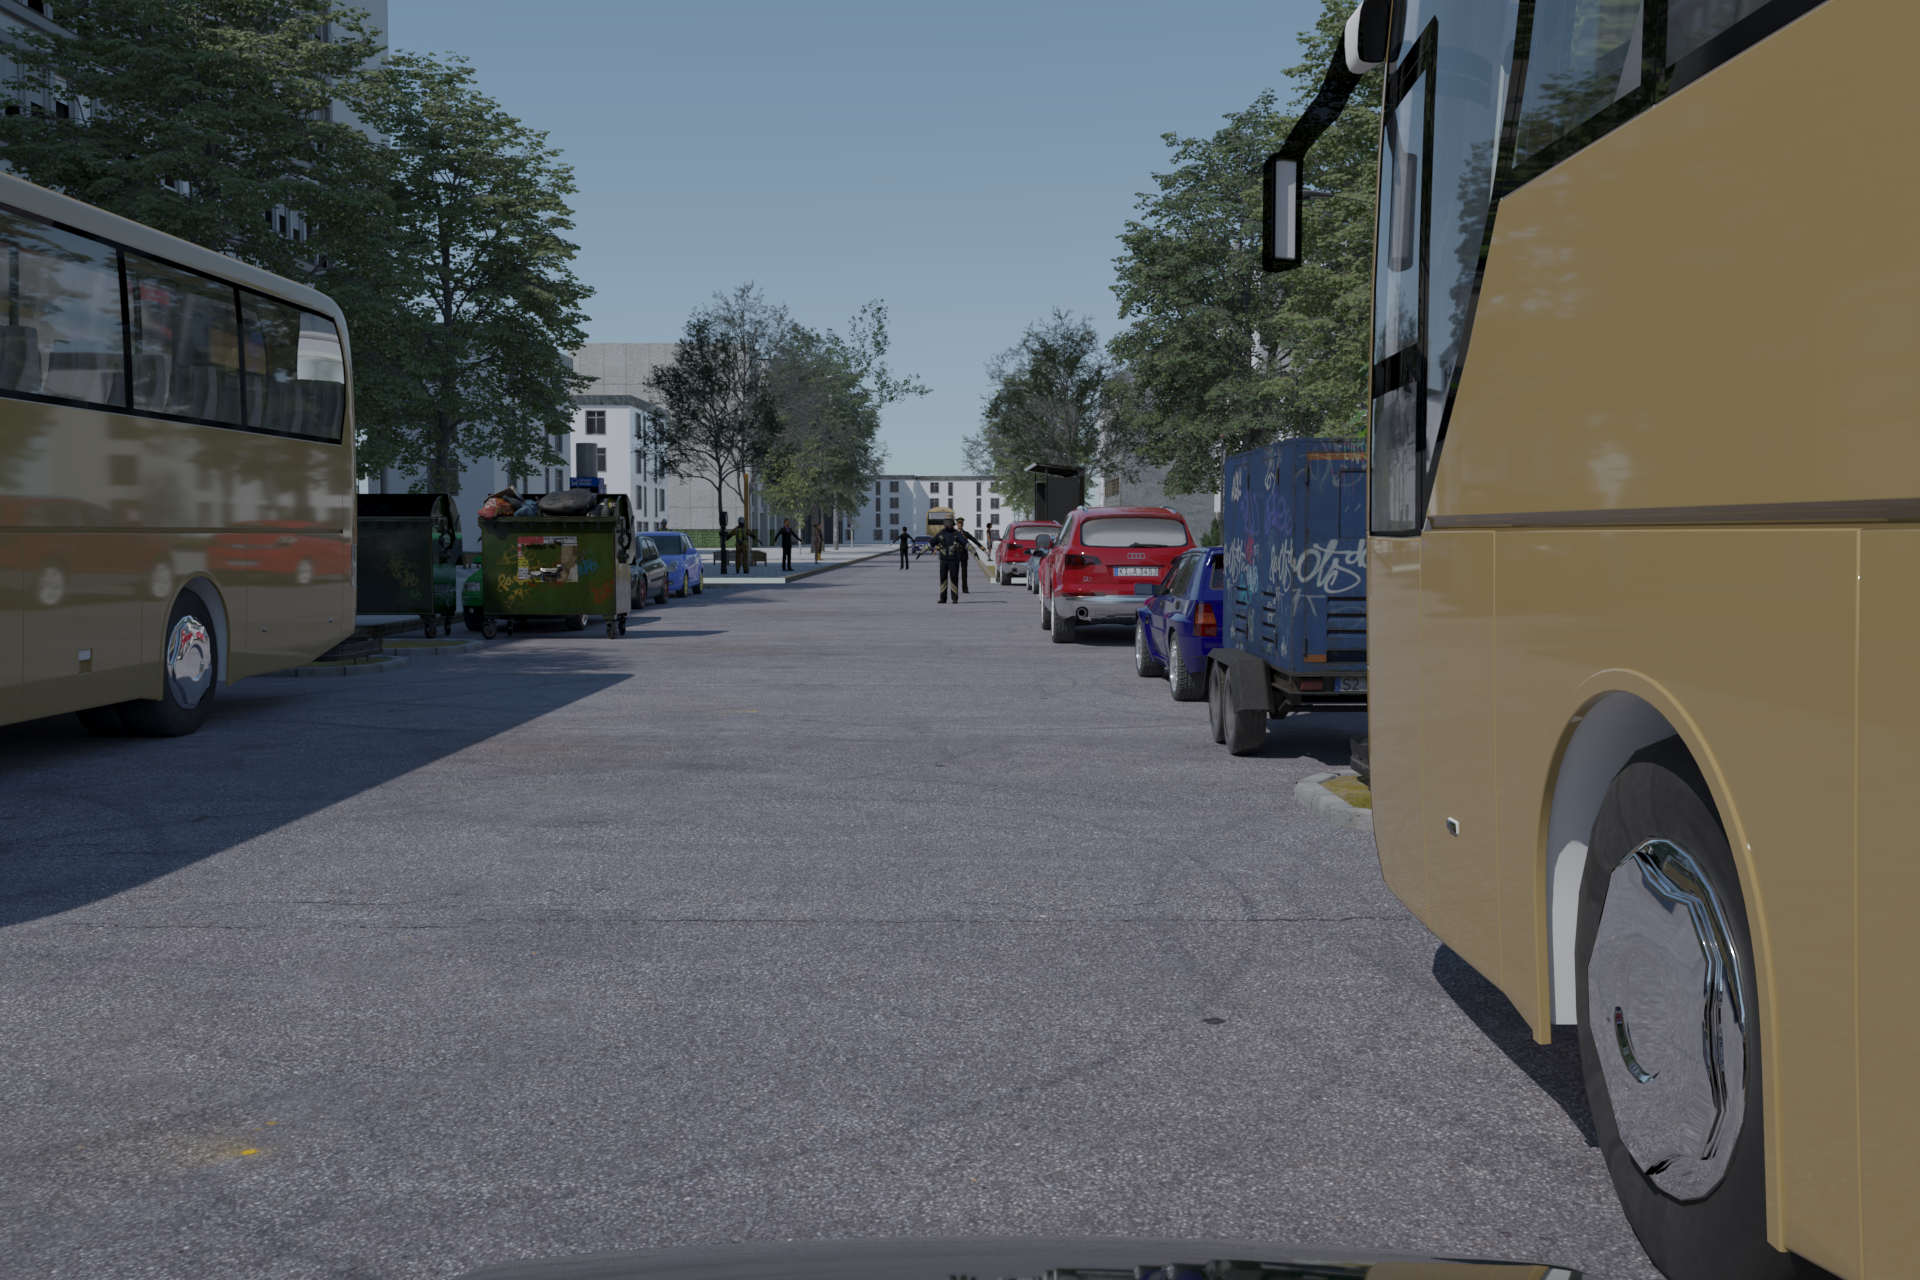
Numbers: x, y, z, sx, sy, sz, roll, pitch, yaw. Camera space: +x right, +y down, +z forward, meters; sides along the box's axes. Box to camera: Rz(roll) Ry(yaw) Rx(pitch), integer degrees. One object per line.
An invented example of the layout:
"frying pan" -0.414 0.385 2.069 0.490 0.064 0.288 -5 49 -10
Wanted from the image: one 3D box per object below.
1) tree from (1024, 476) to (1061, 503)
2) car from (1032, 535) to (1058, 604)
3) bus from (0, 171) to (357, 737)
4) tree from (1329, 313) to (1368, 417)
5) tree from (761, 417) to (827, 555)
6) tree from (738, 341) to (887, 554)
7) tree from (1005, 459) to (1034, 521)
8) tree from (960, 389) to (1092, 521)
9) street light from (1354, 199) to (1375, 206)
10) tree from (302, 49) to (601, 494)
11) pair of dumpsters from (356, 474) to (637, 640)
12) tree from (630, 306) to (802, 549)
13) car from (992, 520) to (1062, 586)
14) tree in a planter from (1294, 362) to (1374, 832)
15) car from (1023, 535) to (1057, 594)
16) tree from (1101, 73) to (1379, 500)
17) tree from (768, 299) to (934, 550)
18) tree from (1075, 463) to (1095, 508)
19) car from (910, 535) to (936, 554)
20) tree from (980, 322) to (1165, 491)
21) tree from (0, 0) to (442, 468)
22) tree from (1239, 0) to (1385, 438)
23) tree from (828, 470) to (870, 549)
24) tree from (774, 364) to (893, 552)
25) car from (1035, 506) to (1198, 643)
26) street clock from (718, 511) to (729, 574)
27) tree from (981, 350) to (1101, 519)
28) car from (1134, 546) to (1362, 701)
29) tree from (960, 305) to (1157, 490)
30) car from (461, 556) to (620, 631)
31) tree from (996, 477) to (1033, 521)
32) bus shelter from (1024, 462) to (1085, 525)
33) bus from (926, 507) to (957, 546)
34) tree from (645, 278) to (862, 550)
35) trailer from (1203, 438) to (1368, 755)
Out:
"tree" 5.918 -10.408 120.540 4.737 8.622 4.395 0 3 0
"car" 2.517 -1.527 34.006 2.155 1.783 4.494 0 4 0
"bus" -6.659 -1.093 9.417 2.896 3.916 12.252 0 4 0
"tree" 16.654 -8.428 63.545 9.928 11.665 9.643 0 3 0
"tree" -10.043 -9.528 106.146 4.737 8.622 4.395 0 3 0
"tree" -9.671 -12.680 113.976 9.857 13.997 8.962 0 3 0
"tree" 5.908 -12.014 146.799 4.737 8.622 4.395 0 3 0
"tree" 5.242 -13.636 133.323 12.009 13.543 11.850 0 3 0
"street light" 6.248 -3.120 23.551 1.470 5.913 1.316 0 4 0
"tree" -12.145 -7.540 41.409 7.486 12.596 7.792 0 3 0
"pair of dumpsters" -6.781 -1.159 23.896 4.436 2.255 1.574 0 4 -1
"tree" -10.111 -8.388 71.556 7.601 10.594 8.767 -1 4 -9
"car" 2.097 -2.505 49.626 2.281 1.827 5.304 0 4 -1
"tree in a planter" 2.809 -0.716 8.925 1.991 3.239 1.994 0 4 -1
"car" 2.583 -1.869 42.566 2.014 1.417 4.499 0 4 -1
"tree" 8.259 -8.721 49.242 9.857 13.997 8.962 0 3 0
"tree" -8.710 -17.298 138.706 12.611 20.169 13.585 0 3 0
"tree" 15.409 -20.054 246.010 7.486 12.596 7.792 0 3 0
"car" -2.656 -7.002 127.056 1.945 1.354 3.894 0 4 0
"tree" 5.338 -8.653 75.887 8.767 10.594 7.601 -1 4 -14
"tree" -13.133 -6.836 29.893 7.486 12.596 7.792 0 3 0
"tree" 8.807 -6.907 31.054 7.486 12.596 7.792 0 3 0
"tree" -9.280 -12.312 151.658 4.360 8.622 3.978 0 3 0
"tree" -9.899 -13.127 124.994 12.009 13.543 11.850 0 3 0
"car" 2.218 -0.953 24.252 2.281 1.827 5.304 0 4 0
"street clock" -7.538 -3.099 55.233 0.358 2.002 0.471 0 4 1
"tree" 4.982 -11.498 106.113 7.486 12.596 7.792 0 3 0
"car" 2.660 -0.221 16.202 1.945 1.354 3.894 0 4 -1
"tree" 5.578 -11.126 92.281 12.009 13.543 11.850 0 3 0
"car" -6.471 -1.122 27.140 1.959 1.807 4.718 0 4 -1
"tree" 5.149 -12.570 155.880 4.360 8.622 3.978 0 3 0
"bus shelter" 3.259 -4.193 59.837 1.731 3.624 6.357 0 4 -1
"bus" -1.689 -10.158 157.637 2.896 3.916 12.252 0 4 0
"tree" -10.369 -10.624 84.076 12.009 13.543 11.850 0 3 0
"trailer" 2.450 -0.317 12.231 1.471 1.999 3.904 0 3 0
